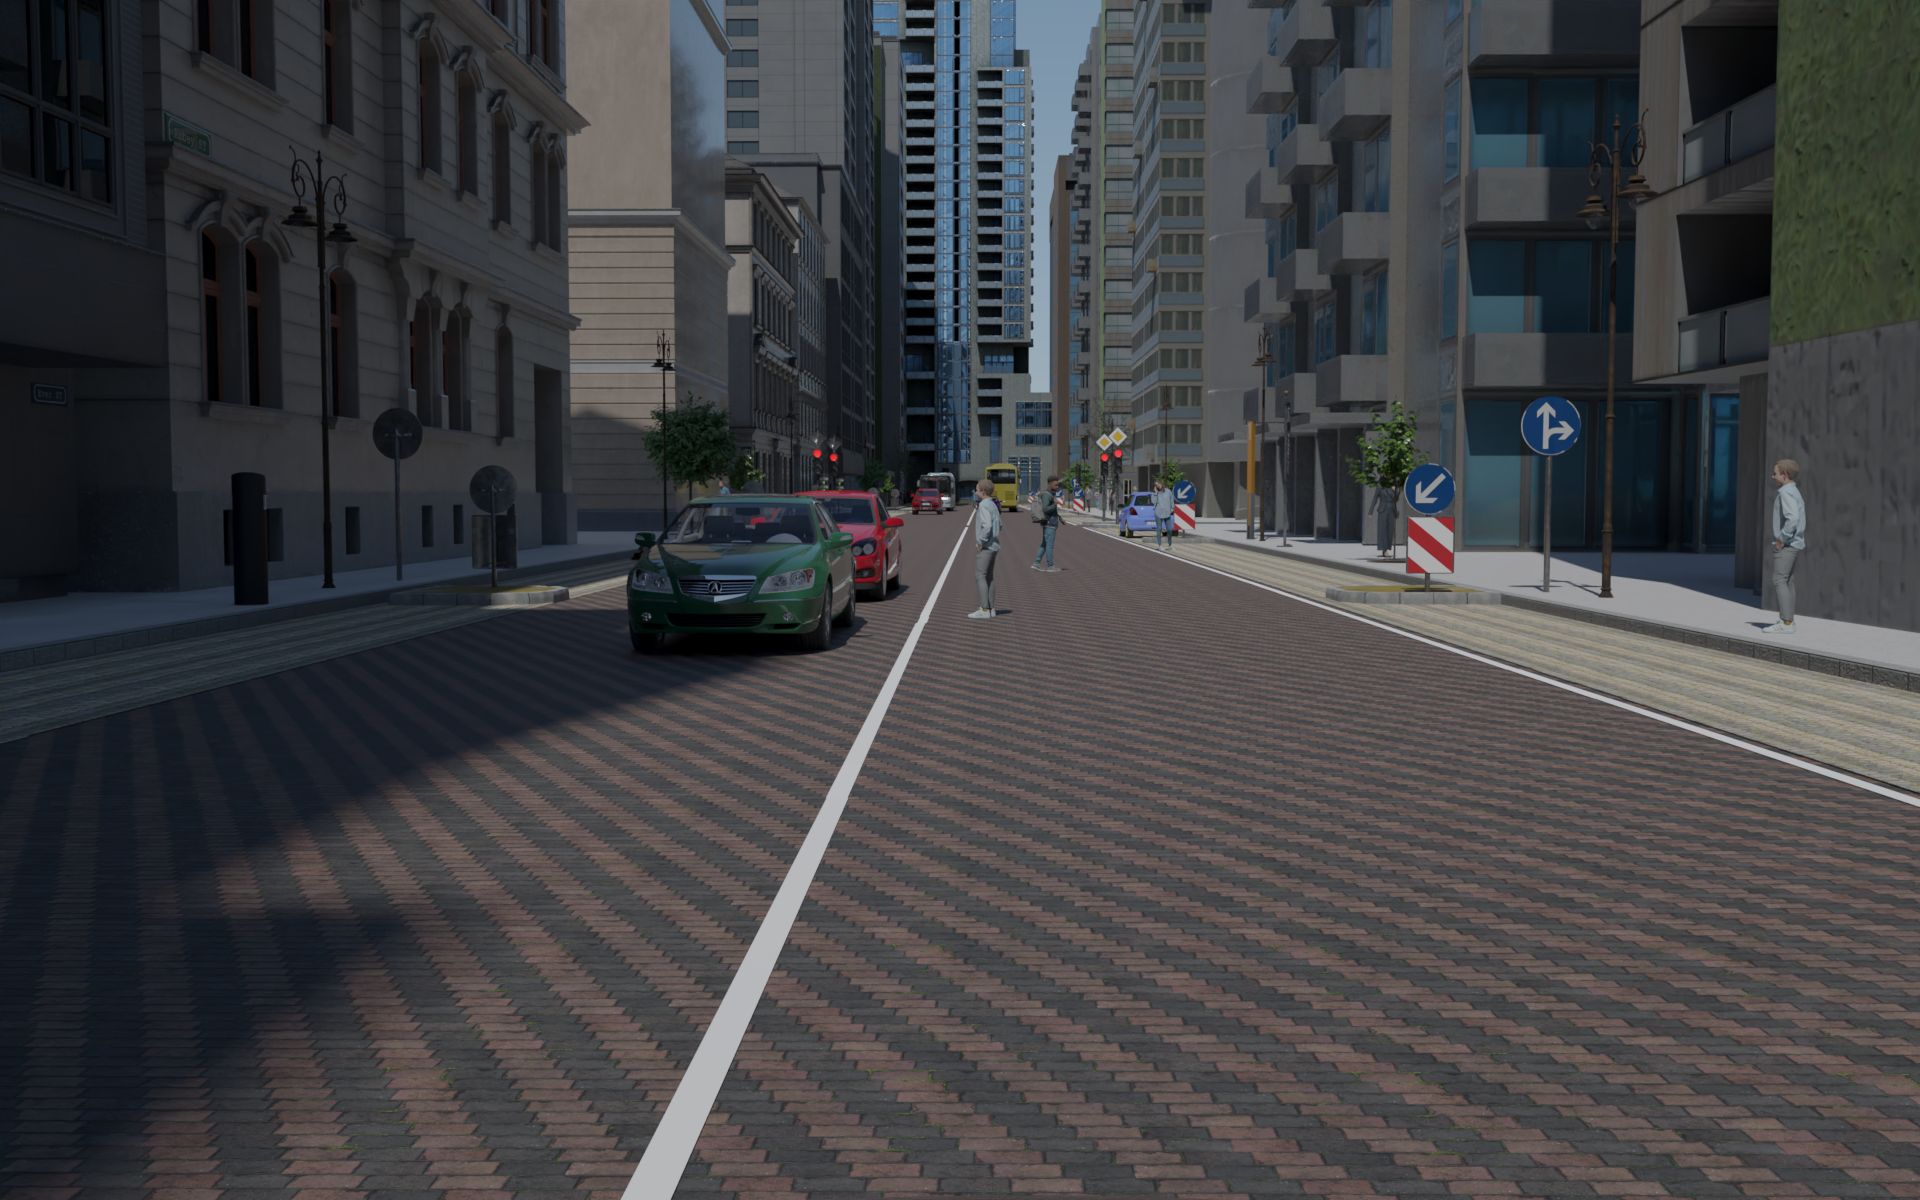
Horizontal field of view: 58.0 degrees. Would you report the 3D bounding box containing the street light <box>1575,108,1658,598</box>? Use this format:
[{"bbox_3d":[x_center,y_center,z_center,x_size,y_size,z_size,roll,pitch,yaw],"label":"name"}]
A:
[{"bbox_3d":[8.004,-2.966,21.282,0.468,5.910,1.993,0,4,1],"label":"street light"}]

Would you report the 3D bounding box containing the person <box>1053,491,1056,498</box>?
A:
[{"bbox_3d":[10.287,-11.234,190.664,0.756,1.711,0.436,-1,4,-20],"label":"person"}]

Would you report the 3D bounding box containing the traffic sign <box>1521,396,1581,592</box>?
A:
[{"bbox_3d":[7.661,-1.373,22.550,0.768,2.556,0.104,0,4,1],"label":"traffic sign"}]

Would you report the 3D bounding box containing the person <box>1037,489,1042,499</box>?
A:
[{"bbox_3d":[6.875,-8.599,149.058,0.822,1.834,0.622,0,4,1],"label":"person"}]

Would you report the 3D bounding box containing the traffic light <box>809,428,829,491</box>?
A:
[{"bbox_3d":[-5.959,-5.138,72.922,0.839,4.253,0.868,0,4,1],"label":"traffic light"}]

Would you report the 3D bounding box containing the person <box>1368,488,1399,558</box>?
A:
[{"bbox_3d":[8.616,-1.754,35.148,0.576,1.772,0.534,-2,4,-28],"label":"person"}]

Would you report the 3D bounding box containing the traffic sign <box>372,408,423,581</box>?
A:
[{"bbox_3d":[-8.308,-1.559,25.598,0.768,2.556,0.104,0,4,4],"label":"traffic sign"}]

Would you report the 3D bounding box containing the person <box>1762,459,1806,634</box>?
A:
[{"bbox_3d":[7.686,-0.506,16.124,0.330,1.601,0.589,3,5,40],"label":"person"}]

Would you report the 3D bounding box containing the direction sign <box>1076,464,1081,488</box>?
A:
[{"bbox_3d":[9.070,-8.589,132.425,0.379,3.537,0.876,2,4,27],"label":"direction sign"}]

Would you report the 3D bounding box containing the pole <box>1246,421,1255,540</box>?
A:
[{"bbox_3d":[8.193,-3.359,48.766,0.158,3.312,0.155,0,3,0],"label":"pole"}]

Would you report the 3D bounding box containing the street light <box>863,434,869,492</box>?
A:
[{"bbox_3d":[-7.272,-9.825,133.428,0.468,5.910,1.993,0,4,1],"label":"street light"}]

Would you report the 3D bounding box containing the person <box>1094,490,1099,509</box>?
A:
[{"bbox_3d":[11.806,-8.686,148.897,0.563,1.720,0.643,2,4,30],"label":"person"}]

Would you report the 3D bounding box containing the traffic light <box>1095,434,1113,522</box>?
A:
[{"bbox_3d":[6.705,-5.617,80.760,0.839,4.253,0.868,0,4,1],"label":"traffic light"}]

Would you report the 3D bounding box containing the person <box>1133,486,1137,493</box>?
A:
[{"bbox_3d":[11.781,-6.777,117.029,0.526,1.800,0.537,-1,4,-16],"label":"person"}]

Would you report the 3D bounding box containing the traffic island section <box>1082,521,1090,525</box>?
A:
[{"bbox_3d":[6.745,-3.584,80.873,2.009,0.180,2.903,0,4,1],"label":"traffic island section"}]

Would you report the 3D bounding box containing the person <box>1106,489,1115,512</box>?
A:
[{"bbox_3d":[11.018,-7.337,126.592,0.643,1.750,0.593,1,4,23],"label":"person"}]

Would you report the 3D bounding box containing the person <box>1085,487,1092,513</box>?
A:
[{"bbox_3d":[8.927,-6.985,120.429,0.473,1.802,0.592,-1,4,-12],"label":"person"}]

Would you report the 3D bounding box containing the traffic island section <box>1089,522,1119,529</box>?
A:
[{"bbox_3d":[6.641,-3.095,72.889,2.009,0.180,2.903,0,4,1],"label":"traffic island section"}]

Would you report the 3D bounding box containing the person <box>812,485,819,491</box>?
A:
[{"bbox_3d":[-4.545,-2.840,55.772,0.643,1.720,0.563,0,4,7],"label":"person"}]

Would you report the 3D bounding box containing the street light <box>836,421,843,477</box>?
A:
[{"bbox_3d":[-7.544,-8.236,107.446,0.468,5.910,1.993,0,4,1],"label":"street light"}]

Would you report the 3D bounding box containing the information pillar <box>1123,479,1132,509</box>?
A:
[{"bbox_3d":[8.404,-5.040,86.892,0.304,2.012,0.304,3,4,36],"label":"information pillar"}]

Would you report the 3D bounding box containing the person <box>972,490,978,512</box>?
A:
[{"bbox_3d":[1.236,-8.081,140.960,0.444,1.785,0.601,-1,4,-17],"label":"person"}]

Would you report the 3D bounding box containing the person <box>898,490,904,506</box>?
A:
[{"bbox_3d":[-6.618,-11.392,192.753,0.683,1.767,0.568,-1,4,-9],"label":"person"}]

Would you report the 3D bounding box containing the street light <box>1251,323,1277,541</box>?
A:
[{"bbox_3d":[8.225,-4.537,46.967,0.468,5.910,1.993,0,4,1],"label":"street light"}]

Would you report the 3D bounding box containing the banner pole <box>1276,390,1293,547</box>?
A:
[{"bbox_3d":[7.867,-3.158,41.652,0.401,3.779,0.863,0,4,2],"label":"banner pole"}]

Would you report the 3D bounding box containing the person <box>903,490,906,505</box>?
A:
[{"bbox_3d":[-6.759,-12.289,207.655,0.721,1.739,1.217,-2,4,-32],"label":"person"}]

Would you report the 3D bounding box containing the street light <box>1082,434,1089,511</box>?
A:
[{"bbox_3d":[9.356,-9.607,129.865,0.468,5.910,1.993,0,4,1],"label":"street light"}]

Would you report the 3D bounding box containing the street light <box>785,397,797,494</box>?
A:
[{"bbox_3d":[-7.896,-6.629,81.177,0.468,5.910,1.993,0,4,1],"label":"street light"}]

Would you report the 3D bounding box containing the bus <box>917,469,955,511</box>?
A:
[{"bbox_3d":[-1.867,-9.276,146.521,2.948,3.499,13.247,0,4,1],"label":"bus"}]

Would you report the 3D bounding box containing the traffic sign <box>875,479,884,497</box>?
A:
[{"bbox_3d":[-6.748,-8.862,145.002,0.768,2.556,0.104,1,4,10],"label":"traffic sign"}]

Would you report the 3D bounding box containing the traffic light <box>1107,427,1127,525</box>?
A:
[{"bbox_3d":[6.601,-5.129,72.775,0.839,4.253,0.868,0,4,1],"label":"traffic light"}]

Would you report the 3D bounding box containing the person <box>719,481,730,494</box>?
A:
[{"bbox_3d":[-8.507,-3.437,62.587,0.444,1.785,0.601,-3,4,-37],"label":"person"}]

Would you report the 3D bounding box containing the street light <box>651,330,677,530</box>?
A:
[{"bbox_3d":[-8.337,-4.654,48.878,0.468,5.910,1.993,0,4,1],"label":"street light"}]

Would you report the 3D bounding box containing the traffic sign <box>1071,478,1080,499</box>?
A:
[{"bbox_3d":[9.152,-8.392,137.313,0.768,2.556,0.104,0,4,2],"label":"traffic sign"}]

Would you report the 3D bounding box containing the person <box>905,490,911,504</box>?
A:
[{"bbox_3d":[-6.637,-12.815,216.081,1.217,1.766,0.721,0,4,5],"label":"person"}]

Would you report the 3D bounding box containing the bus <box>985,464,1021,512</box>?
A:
[{"bbox_3d":[3.434,-9.030,139.190,2.896,3.916,12.252,0,4,3],"label":"bus"}]

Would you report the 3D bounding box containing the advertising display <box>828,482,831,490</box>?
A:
[{"bbox_3d":[-7.255,-5.574,96.349,0.123,1.923,0.974,-1,4,-9],"label":"advertising display"}]

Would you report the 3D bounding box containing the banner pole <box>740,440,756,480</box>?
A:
[{"bbox_3d":[-9.732,-5.510,80.107,0.863,3.779,0.401,-1,4,-8],"label":"banner pole"}]

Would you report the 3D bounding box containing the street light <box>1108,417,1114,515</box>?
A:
[{"bbox_3d":[9.167,-8.052,104.444,0.468,5.910,1.993,0,4,1],"label":"street light"}]

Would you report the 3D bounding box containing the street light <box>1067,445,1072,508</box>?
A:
[{"bbox_3d":[9.779,-11.162,155.283,0.468,5.910,1.993,0,4,1],"label":"street light"}]

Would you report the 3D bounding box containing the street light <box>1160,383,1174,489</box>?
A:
[{"bbox_3d":[8.608,-6.092,72.385,0.468,5.910,1.993,0,4,1],"label":"street light"}]

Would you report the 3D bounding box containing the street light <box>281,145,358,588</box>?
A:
[{"bbox_3d":[-8.615,-3.099,23.458,0.468,5.910,1.993,0,4,1],"label":"street light"}]

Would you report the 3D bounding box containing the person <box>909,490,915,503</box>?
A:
[{"bbox_3d":[-6.178,-13.072,220.307,0.617,1.759,0.750,1,4,21],"label":"person"}]

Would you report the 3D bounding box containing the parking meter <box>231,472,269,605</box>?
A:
[{"bbox_3d":[-8.237,-0.714,20.091,0.372,1.533,0.369,0,3,0],"label":"parking meter"}]

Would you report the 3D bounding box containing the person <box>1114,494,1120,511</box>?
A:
[{"bbox_3d":[11.773,-7.620,130.822,0.583,1.804,0.606,0,4,-1],"label":"person"}]

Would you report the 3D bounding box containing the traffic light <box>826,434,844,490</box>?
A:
[{"bbox_3d":[-5.855,-5.626,80.907,0.839,4.253,0.868,0,4,1],"label":"traffic light"}]
